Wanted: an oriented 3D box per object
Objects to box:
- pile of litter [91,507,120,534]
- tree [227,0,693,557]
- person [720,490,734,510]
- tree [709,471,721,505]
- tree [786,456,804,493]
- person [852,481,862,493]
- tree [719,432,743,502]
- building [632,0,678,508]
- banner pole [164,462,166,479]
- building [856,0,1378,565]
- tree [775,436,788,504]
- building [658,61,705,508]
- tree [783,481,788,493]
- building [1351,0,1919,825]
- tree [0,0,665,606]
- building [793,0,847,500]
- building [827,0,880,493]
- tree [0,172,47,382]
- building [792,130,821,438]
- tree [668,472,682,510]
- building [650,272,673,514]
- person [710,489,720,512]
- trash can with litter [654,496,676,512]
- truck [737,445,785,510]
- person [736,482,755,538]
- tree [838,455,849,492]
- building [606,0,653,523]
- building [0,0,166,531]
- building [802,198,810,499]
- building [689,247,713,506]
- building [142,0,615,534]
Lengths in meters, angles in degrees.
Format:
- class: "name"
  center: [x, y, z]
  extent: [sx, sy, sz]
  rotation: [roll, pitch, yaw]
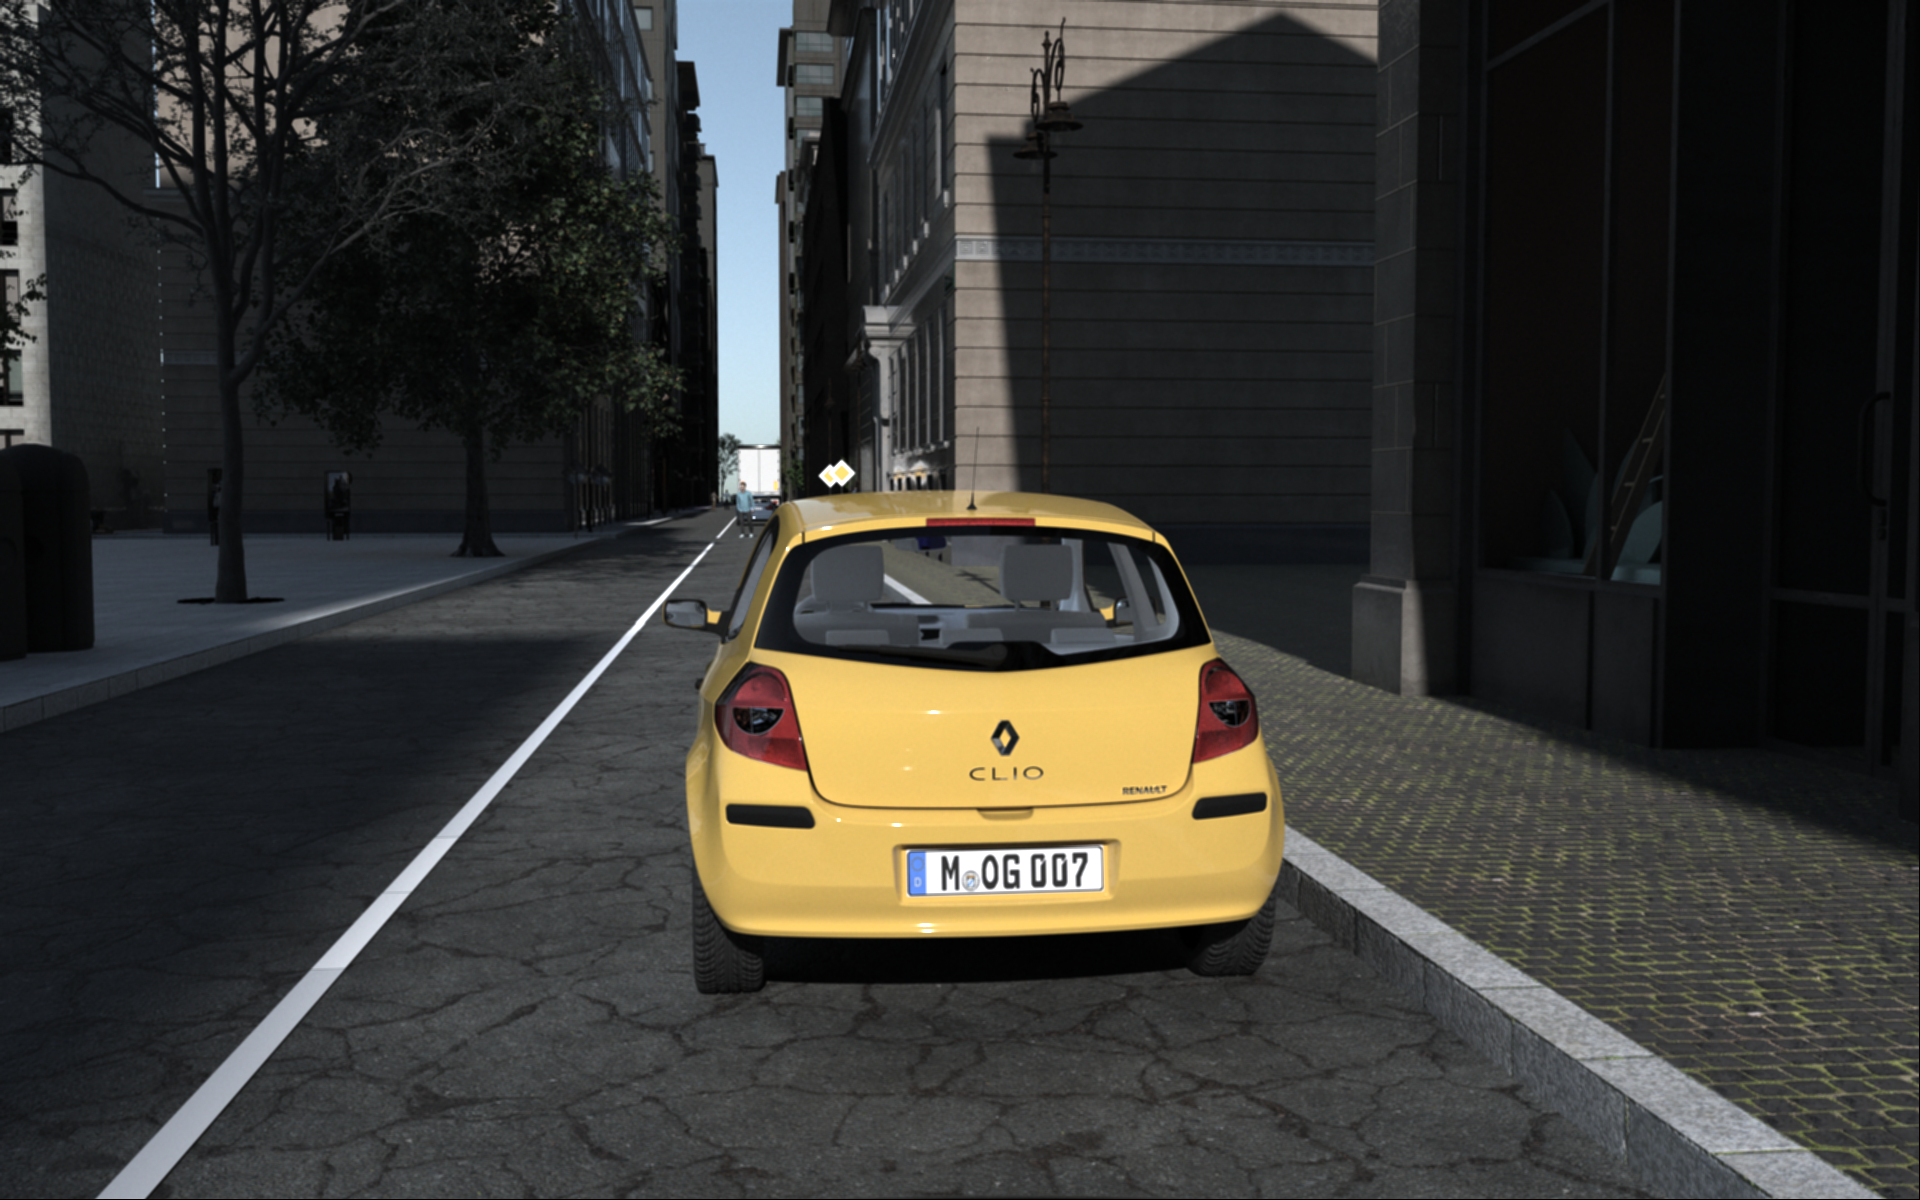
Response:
- class: "pile of litter"
  center: [-27.531, -2.519, 55.143]
  extent: [1.719, 0.858, 1.176]
  rotation: [0, 4, 6]
- class: "tree"
  center: [-10.031, -7.234, 35.278]
  extent: [9.611, 12.733, 9.660]
  rotation: [0, 3, 0]
- class: "person"
  center: [-21.435, -9.221, 159.249]
  extent: [1.348, 1.826, 0.705]
  rotation: [0, 4, -2]
- class: "tree"
  center: [-30.606, -13.751, 208.541]
  extent: [4.285, 4.588, 4.351]
  rotation: [0, 3, 0]
- class: "tree"
  center: [-11.992, -9.262, 135.146]
  extent: [4.285, 4.588, 4.351]
  rotation: [0, 3, 0]
- class: "person"
  center: [-3.127, -2.708, 52.794]
  extent: [0.581, 1.822, 0.654]
  rotation: [-2, 4, -35]
- class: "tree"
  center: [-39.663, -22.263, 289.748]
  extent: [9.928, 11.665, 9.643]
  rotation: [0, 3, 0]
- class: "building"
  center: [-37.282, -33.890, 143.339]
  extent: [28.713, 52.752, 27.495]
  rotation: [0, 4, -7]
- class: "banner pole"
  center: [-44.349, -6.527, 96.739]
  extent: [0.863, 3.779, 0.401]
  rotation: [0, 4, 4]
- class: "building"
  center: [4.891, -15.565, 40.391]
  extent: [13.634, 28.700, 20.117]
  rotation: [0, 4, -7]
- class: "tree"
  center: [-22.605, -16.608, 221.899]
  extent: [4.737, 8.622, 4.395]
  rotation: [0, 3, 0]
- class: "building"
  center: [-36.933, -31.640, 171.944]
  extent: [22.147, 44.769, 28.867]
  rotation: [0, 4, -7]
- class: "tree"
  center: [-21.337, -13.611, 217.139]
  extent: [1.663, 3.219, 1.824]
  rotation: [0, 3, 0]
- class: "building"
  center: [7.252, -9.758, 10.459]
  extent: [10.553, 20.767, 40.483]
  rotation: [0, 4, -7]
- class: "tree"
  center: [-8.468, -6.710, 20.084]
  extent: [12.009, 13.543, 11.850]
  rotation: [0, 3, 0]
- class: "building"
  center: [-6.887, -28.238, 145.289]
  extent: [14.154, 41.232, 14.086]
  rotation: [0, 4, -7]
- class: "building"
  center: [10.257, -14.298, 67.056]
  extent: [30.059, 22.955, 16.112]
  rotation: [0, 4, -7]
- class: "tree"
  center: [-21.257, -5.253, 36.249]
  extent: [4.737, 8.622, 4.395]
  rotation: [0, 3, 0]
- class: "building"
  center: [-4.374, -20.399, 120.917]
  extent: [14.401, 28.519, 23.554]
  rotation: [0, 4, -7]
- class: "tree"
  center: [-21.555, -8.234, 129.233]
  extent: [1.663, 3.219, 1.824]
  rotation: [0, 3, 0]
- class: "building"
  center: [-27.406, -15.023, 113.085]
  extent: [16.820, 18.784, 16.811]
  rotation: [0, 4, -7]
- class: "person"
  center: [-20.077, -8.137, 141.550]
  extent: [0.705, 1.824, 1.348]
  rotation: [-3, 5, -45]
- class: "trash can with litter"
  center: [-21.541, -6.948, 124.662]
  extent: [2.233, 1.210, 1.678]
  rotation: [1, 4, 11]
- class: "truck"
  center: [-11.999, -7.070, 104.506]
  extent: [2.839, 4.237, 11.283]
  rotation: [0, 4, -5]
- class: "person"
  center: [-7.073, -2.982, 57.278]
  extent: [0.660, 1.820, 0.620]
  rotation: [1, 4, 10]
- class: "tree"
  center: [-4.591, -4.937, 75.325]
  extent: [1.663, 3.219, 1.824]
  rotation: [0, 3, 0]
- class: "building"
  center: [-22.428, -19.108, 89.908]
  extent: [11.434, 29.767, 29.804]
  rotation: [0, 4, -7]
- class: "building"
  center: [-37.463, -12.438, 58.109]
  extent: [16.860, 20.320, 10.420]
  rotation: [0, 4, -7]
- class: "building"
  center: [-2.747, -16.584, 100.820]
  extent: [12.332, 23.373, 15.834]
  rotation: [0, 4, -7]
- class: "building"
  center: [-35.437, -25.838, 194.148]
  extent: [14.160, 30.474, 14.107]
  rotation: [0, 4, -7]
- class: "building"
  center: [-20.282, -17.077, 65.106]
  extent: [13.634, 28.700, 20.117]
  rotation: [0, 4, -7]
